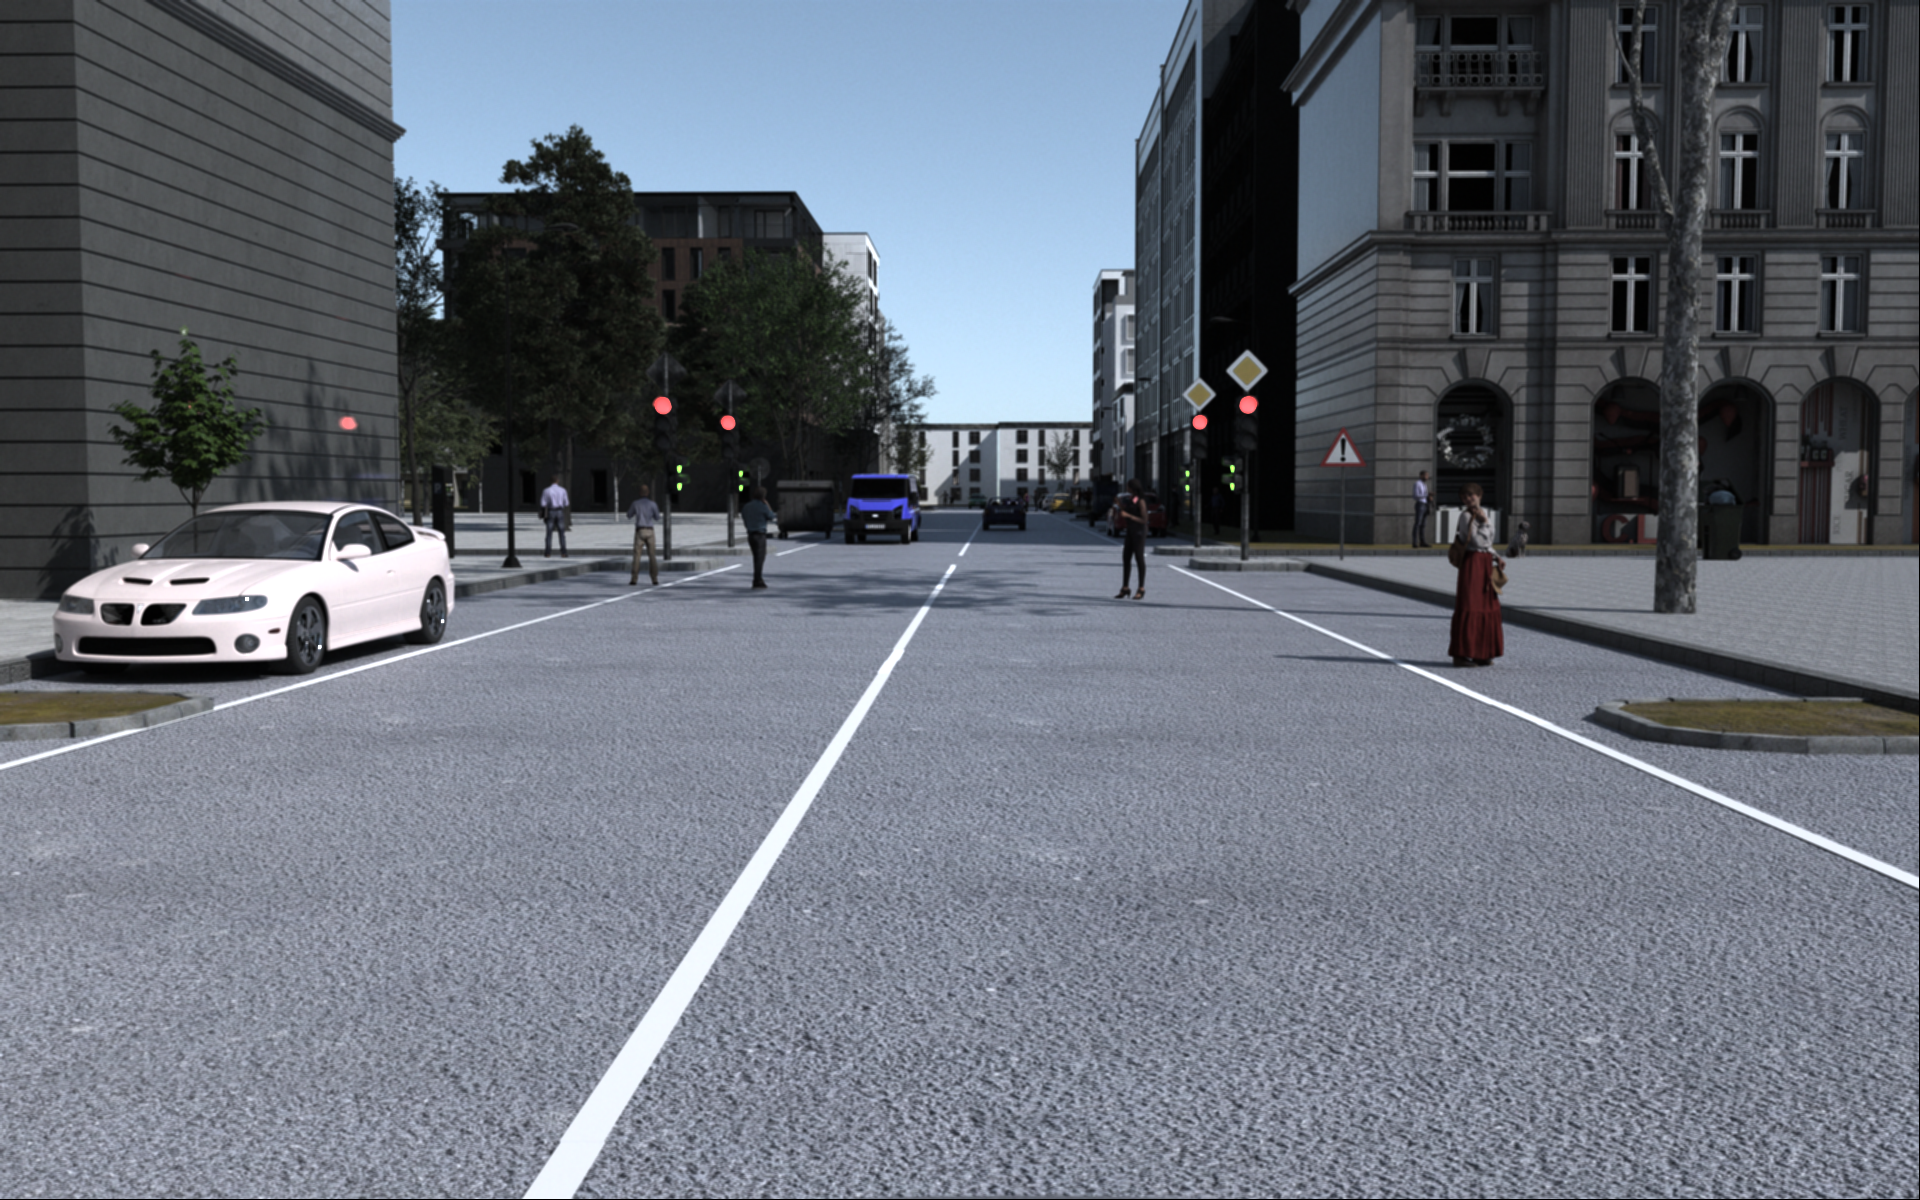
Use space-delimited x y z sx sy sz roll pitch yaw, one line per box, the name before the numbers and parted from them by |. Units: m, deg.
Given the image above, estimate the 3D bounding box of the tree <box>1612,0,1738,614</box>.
tree | 9.208 -9.930 18.243 12.611 20.169 13.585 0 3 0

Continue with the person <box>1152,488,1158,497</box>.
person | 9.103 -4.494 81.791 0.482 1.546 0.388 0 4 -6

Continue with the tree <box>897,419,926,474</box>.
tree | -5.325 -12.984 162.648 4.360 8.622 3.978 0 3 0

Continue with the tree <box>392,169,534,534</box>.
tree | -15.151 -6.896 47.160 7.601 10.594 8.767 0 4 -5

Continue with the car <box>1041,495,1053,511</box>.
car | 8.112 -8.442 150.392 2.083 1.381 4.827 0 4 1

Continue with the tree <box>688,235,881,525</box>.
tree | -7.076 -8.884 71.009 9.928 11.665 9.643 0 3 0

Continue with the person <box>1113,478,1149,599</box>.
person | 2.312 -0.835 23.630 0.593 1.643 0.415 2 4 31

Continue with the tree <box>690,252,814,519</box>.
tree | -11.716 -11.199 90.531 7.806 13.903 7.818 0 3 0

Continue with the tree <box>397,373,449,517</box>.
tree | -30.928 -8.889 95.693 4.737 8.622 4.395 0 3 0

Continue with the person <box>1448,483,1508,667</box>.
person | 4.281 -0.208 14.363 0.523 1.526 0.387 -3 5 -41

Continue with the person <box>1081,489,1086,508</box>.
person | 11.418 -9.255 157.816 0.683 1.767 0.568 0 4 -7

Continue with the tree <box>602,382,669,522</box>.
tree | -15.803 -7.947 80.297 4.360 8.622 3.978 0 3 0

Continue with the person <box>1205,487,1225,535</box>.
person | 8.044 -2.824 54.909 0.600 1.496 0.574 -1 4 -11

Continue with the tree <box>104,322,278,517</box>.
tree | -8.872 -1.537 19.725 1.663 3.219 1.824 0 3 0

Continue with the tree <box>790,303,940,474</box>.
tree | -6.321 -12.256 110.753 12.009 13.543 11.850 0 3 0

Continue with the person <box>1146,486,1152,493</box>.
person | 10.564 -5.545 97.232 0.617 1.759 0.750 0 4 7

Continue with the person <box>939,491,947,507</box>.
person | -1.649 -11.357 194.191 1.348 1.824 0.705 0 4 5

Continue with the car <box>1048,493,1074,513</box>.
car | 7.662 -7.381 130.895 2.015 1.641 3.980 0 4 0

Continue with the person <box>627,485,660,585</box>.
person | -4.995 -1.025 27.325 0.516 1.574 0.319 -1 4 -11

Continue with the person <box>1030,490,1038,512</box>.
person | 5.975 -8.027 140.269 0.750 1.759 0.617 0 4 8

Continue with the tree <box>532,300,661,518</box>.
tree | -21.283 -11.147 92.629 12.009 13.543 11.850 0 3 0

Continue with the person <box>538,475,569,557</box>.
person | -8.683 -1.759 37.136 0.709 1.838 0.599 -1 4 -15

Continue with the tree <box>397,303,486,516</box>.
tree | -31.760 -11.307 102.999 7.486 12.596 7.792 0 3 0

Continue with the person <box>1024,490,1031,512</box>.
person | 5.320 -7.768 136.195 0.721 1.739 1.217 2 4 28

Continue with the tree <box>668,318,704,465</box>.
tree | -18.616 -11.172 104.713 6.751 12.117 7.091 0 3 0

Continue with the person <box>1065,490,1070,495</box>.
person | 10.186 -9.599 163.789 0.445 1.727 0.742 1 4 18

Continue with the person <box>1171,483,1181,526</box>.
person | 8.775 -3.888 70.412 0.445 1.727 0.742 0 4 6

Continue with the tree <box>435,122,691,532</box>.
tree | -13.948 -9.296 59.414 7.806 13.903 7.818 0 3 0

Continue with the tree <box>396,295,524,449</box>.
tree | -27.185 -10.114 75.732 12.009 13.543 11.850 0 3 0

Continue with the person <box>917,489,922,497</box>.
person | -4.165 -10.374 176.189 0.750 1.759 0.617 0 4 6

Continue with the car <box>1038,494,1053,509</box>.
car | 8.393 -9.550 165.925 2.009 1.686 4.222 0 4 1

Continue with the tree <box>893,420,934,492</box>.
tree | -4.804 -13.324 168.214 4.737 8.622 4.395 0 3 0

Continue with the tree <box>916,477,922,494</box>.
tree | -4.506 -11.570 183.778 1.663 3.219 1.824 0 3 0

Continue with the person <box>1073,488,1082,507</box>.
person | 11.698 -10.005 169.561 1.348 1.831 0.705 1 4 8

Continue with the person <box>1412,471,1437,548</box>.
person | 11.079 -2.155 41.154 0.599 1.838 0.709 3 4 37

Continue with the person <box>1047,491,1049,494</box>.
person | 9.272 -10.593 182.245 0.990 1.755 0.434 0 4 -6

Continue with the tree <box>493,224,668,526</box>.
tree | -15.680 -8.980 68.887 6.751 12.117 7.091 0 3 0

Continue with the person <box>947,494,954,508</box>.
person | -1.027 -10.161 177.817 0.799 1.438 0.628 0 4 4

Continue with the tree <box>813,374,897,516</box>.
tree | -6.730 -9.148 99.927 4.360 8.622 3.978 0 3 0

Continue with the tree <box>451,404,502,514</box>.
tree | -31.368 -9.898 112.202 4.737 8.622 4.395 0 3 0

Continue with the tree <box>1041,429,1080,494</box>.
tree | 11.311 -14.904 194.045 4.737 8.622 4.395 0 3 0

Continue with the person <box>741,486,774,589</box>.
person | -3.048 -0.941 26.105 0.429 1.552 0.499 -2 4 -26

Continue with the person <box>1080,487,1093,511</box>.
person | 9.858 -7.756 132.809 1.348 1.831 0.705 0 4 5

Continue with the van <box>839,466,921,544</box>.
van | -2.280 -2.872 51.343 2.240 2.365 5.245 0 4 2

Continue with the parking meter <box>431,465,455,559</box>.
parking meter | -10.277 -1.758 34.452 0.399 1.863 0.255 2 4 29
